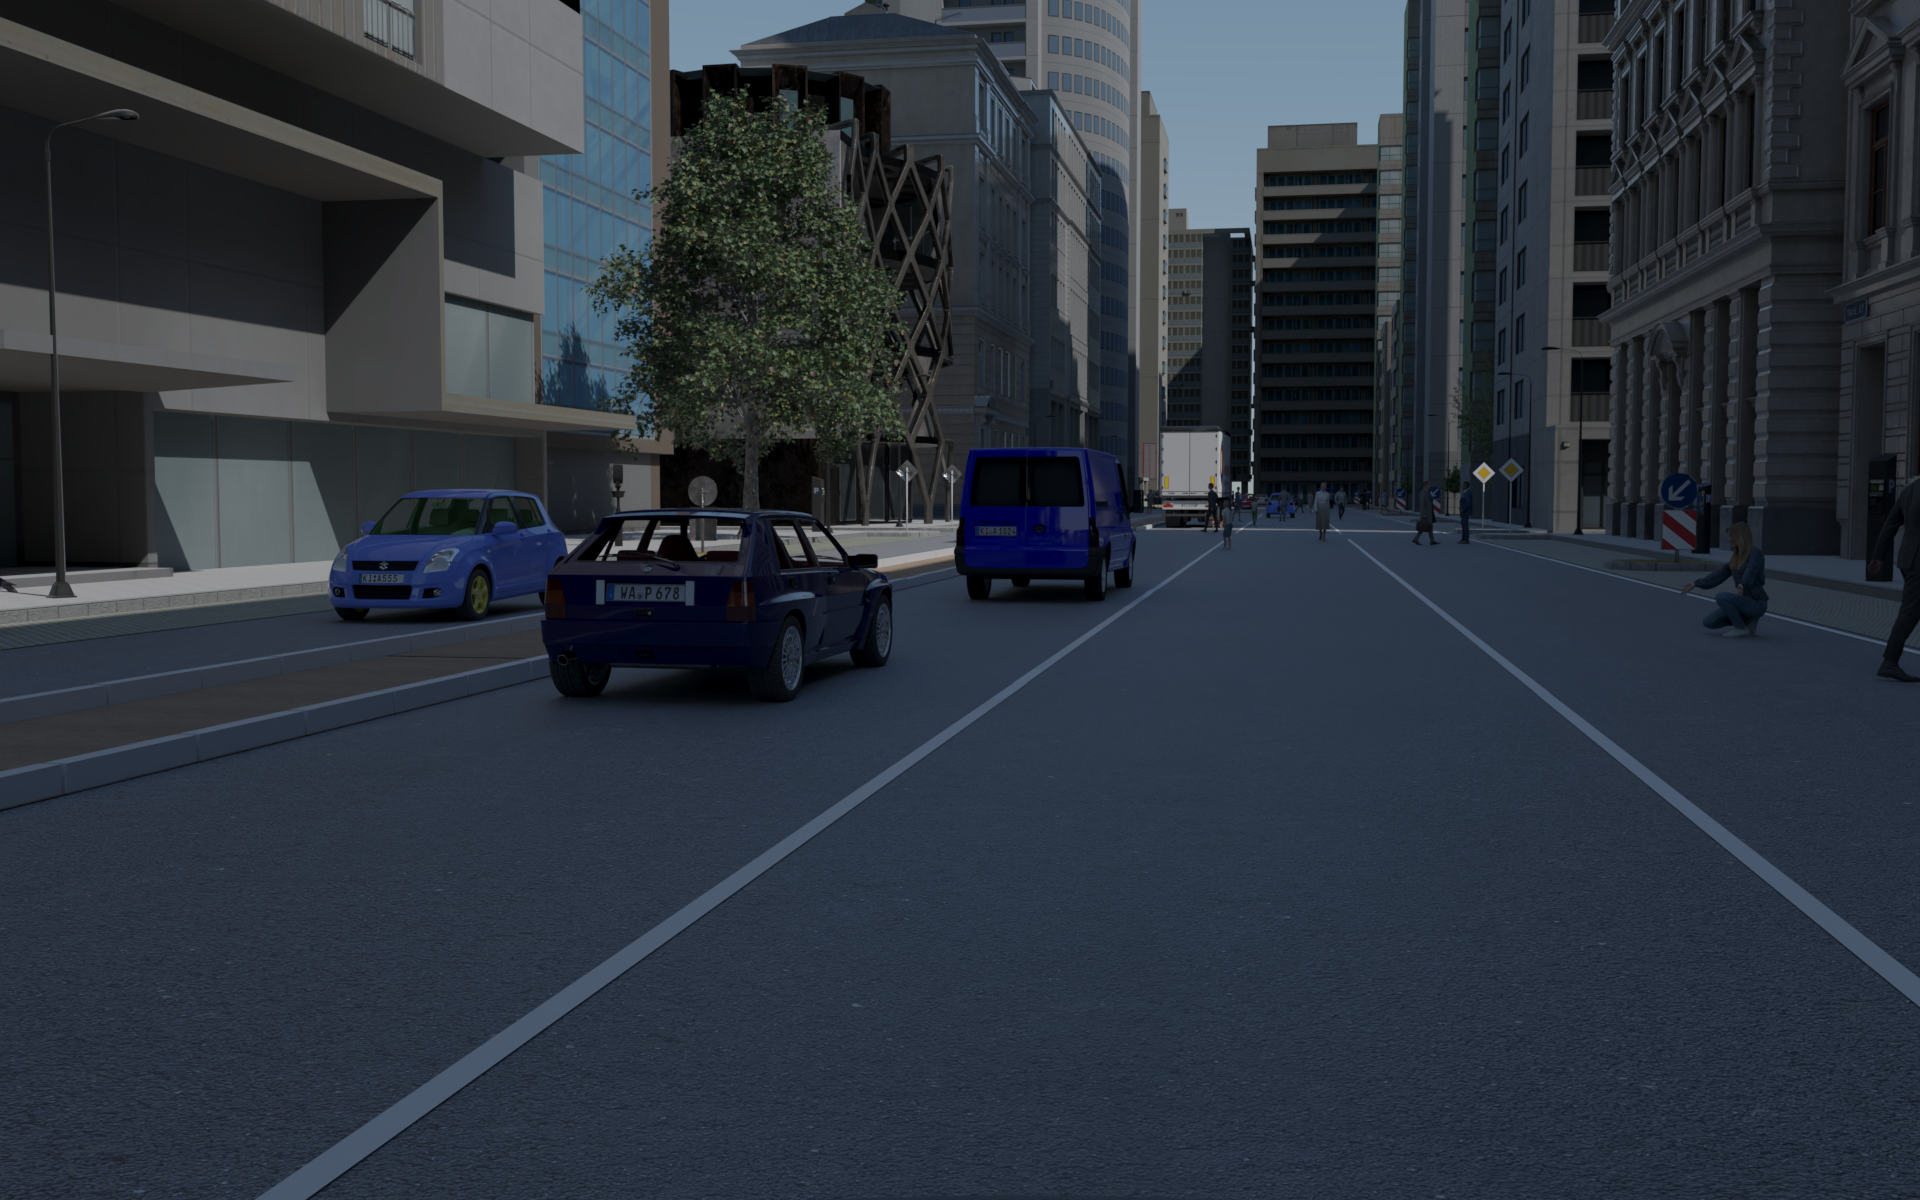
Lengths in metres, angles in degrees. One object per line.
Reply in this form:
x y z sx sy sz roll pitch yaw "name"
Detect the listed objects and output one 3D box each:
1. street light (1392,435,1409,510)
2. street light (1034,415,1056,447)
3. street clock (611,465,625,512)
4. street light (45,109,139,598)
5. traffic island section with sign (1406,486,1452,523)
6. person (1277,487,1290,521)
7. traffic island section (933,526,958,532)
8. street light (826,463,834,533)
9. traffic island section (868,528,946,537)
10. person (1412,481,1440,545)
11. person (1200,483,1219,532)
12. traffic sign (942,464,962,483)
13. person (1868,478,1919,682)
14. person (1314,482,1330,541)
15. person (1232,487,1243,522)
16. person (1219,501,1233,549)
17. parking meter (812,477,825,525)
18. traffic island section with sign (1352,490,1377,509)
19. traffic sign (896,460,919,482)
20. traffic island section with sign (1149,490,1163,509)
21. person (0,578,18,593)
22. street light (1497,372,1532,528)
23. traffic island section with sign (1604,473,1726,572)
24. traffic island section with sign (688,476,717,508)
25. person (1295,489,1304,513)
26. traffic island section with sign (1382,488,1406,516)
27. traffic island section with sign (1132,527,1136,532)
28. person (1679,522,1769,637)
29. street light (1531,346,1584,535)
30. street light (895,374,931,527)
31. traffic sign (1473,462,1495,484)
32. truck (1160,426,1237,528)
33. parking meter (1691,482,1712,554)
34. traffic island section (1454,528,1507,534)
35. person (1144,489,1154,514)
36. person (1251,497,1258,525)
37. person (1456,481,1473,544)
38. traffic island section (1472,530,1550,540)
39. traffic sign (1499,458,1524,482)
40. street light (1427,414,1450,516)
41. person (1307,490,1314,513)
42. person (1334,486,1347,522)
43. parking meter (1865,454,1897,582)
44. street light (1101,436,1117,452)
34.637 -10.003 136.092 1.470 5.913 1.316 1 4 11 "street light"
4.942 -7.915 101.956 1.470 5.913 1.316 1 4 11 "street light"
-8.374 -2.317 42.447 0.358 2.002 0.471 0 4 -8 "street clock"
-10.605 -2.975 21.176 1.470 5.913 1.316 1 4 11 "street light"
23.843 -4.837 87.707 1.989 1.847 2.006 1 4 11 "traffic island section with sign"
17.166 -5.089 91.828 0.709 1.813 0.853 1 4 17 "person"
-0.346 -2.734 66.980 2.009 0.180 2.903 1 4 11 "traffic island section"
-3.772 -5.130 56.418 1.470 5.913 1.316 1 4 11 "street light"
-1.847 -2.254 59.137 2.009 0.180 2.903 1 4 11 "traffic island section"
13.137 -2.453 48.711 0.767 1.812 0.694 2 4 28 "person"
9.369 -3.462 64.878 0.755 1.850 0.659 3 5 45 "person"
-0.321 -3.958 66.909 0.795 2.593 0.064 1 4 11 "traffic sign"
7.419 -0.302 13.223 0.755 1.850 0.659 1 4 11 "person"
11.081 -2.707 52.981 0.478 1.798 0.641 1 4 14 "person"
14.474 -5.005 90.349 0.581 1.822 0.654 -2 4 -30 "person"
6.904 -1.941 44.914 0.332 1.250 0.352 0 4 -6 "person"
-4.801 -3.238 58.660 0.399 1.863 0.255 1 4 19 "parking meter"
38.306 -9.458 163.273 1.989 1.847 2.006 1 4 11 "traffic island section with sign"
-1.822 -3.479 59.065 0.795 2.593 0.064 1 4 11 "traffic sign"
19.121 -9.679 166.872 1.989 1.847 2.006 1 4 11 "traffic island section with sign"
-10.056 -0.212 17.458 1.012 1.151 0.738 -1 4 -21 "person"
21.105 -5.709 65.880 1.470 5.913 1.316 1 4 11 "street light"
13.335 -1.479 32.816 1.989 1.847 2.006 1 4 11 "traffic island section with sign"
-5.685 -1.752 37.277 1.989 1.847 2.006 1 4 11 "traffic island section with sign"
26.346 -7.682 134.203 0.850 1.850 0.679 3 5 39 "person"
28.920 -6.460 114.255 1.989 1.847 2.006 1 4 11 "traffic island section with sign"
5.592 -3.508 65.499 2.006 1.907 1.989 1 4 11 "traffic island section with sign"
7.766 -0.207 17.380 0.738 1.151 1.012 0 4 5 "person"
18.958 -5.013 54.505 1.470 5.913 1.316 1 4 11 "street light"
-1.826 -5.778 67.018 1.470 5.913 1.316 1 4 11 "street light"
19.118 -3.730 63.182 0.795 2.593 0.064 1 4 11 "traffic sign"
10.643 -5.390 77.040 2.839 4.237 11.283 1 4 12 "truck"
15.954 -1.764 37.260 0.372 1.533 0.369 0 3 0 "parking meter"
19.142 -2.506 63.260 2.009 0.180 2.903 1 4 11 "traffic island section"
13.678 -7.144 125.666 0.716 1.782 0.532 1 4 20 "person"
13.433 -4.055 79.048 0.306 1.304 0.590 1 4 14 "person"
14.558 -2.519 49.862 0.419 1.800 0.721 1 4 8 "person"
17.641 -2.027 55.417 2.009 0.180 2.903 1 4 11 "traffic island section"
17.617 -3.251 55.339 0.795 2.593 0.064 1 4 11 "traffic sign"
27.877 -7.848 100.852 1.470 5.913 1.316 1 4 11 "street light"
26.220 -7.356 129.524 0.466 1.731 0.760 0 4 2 "person"
19.860 -5.020 90.419 0.661 1.843 0.795 0 4 -6 "person"
13.497 -1.203 25.381 0.399 1.863 0.255 -3 4 -38 "parking meter"
11.792 -10.095 137.596 1.470 5.913 1.316 1 4 11 "street light"
